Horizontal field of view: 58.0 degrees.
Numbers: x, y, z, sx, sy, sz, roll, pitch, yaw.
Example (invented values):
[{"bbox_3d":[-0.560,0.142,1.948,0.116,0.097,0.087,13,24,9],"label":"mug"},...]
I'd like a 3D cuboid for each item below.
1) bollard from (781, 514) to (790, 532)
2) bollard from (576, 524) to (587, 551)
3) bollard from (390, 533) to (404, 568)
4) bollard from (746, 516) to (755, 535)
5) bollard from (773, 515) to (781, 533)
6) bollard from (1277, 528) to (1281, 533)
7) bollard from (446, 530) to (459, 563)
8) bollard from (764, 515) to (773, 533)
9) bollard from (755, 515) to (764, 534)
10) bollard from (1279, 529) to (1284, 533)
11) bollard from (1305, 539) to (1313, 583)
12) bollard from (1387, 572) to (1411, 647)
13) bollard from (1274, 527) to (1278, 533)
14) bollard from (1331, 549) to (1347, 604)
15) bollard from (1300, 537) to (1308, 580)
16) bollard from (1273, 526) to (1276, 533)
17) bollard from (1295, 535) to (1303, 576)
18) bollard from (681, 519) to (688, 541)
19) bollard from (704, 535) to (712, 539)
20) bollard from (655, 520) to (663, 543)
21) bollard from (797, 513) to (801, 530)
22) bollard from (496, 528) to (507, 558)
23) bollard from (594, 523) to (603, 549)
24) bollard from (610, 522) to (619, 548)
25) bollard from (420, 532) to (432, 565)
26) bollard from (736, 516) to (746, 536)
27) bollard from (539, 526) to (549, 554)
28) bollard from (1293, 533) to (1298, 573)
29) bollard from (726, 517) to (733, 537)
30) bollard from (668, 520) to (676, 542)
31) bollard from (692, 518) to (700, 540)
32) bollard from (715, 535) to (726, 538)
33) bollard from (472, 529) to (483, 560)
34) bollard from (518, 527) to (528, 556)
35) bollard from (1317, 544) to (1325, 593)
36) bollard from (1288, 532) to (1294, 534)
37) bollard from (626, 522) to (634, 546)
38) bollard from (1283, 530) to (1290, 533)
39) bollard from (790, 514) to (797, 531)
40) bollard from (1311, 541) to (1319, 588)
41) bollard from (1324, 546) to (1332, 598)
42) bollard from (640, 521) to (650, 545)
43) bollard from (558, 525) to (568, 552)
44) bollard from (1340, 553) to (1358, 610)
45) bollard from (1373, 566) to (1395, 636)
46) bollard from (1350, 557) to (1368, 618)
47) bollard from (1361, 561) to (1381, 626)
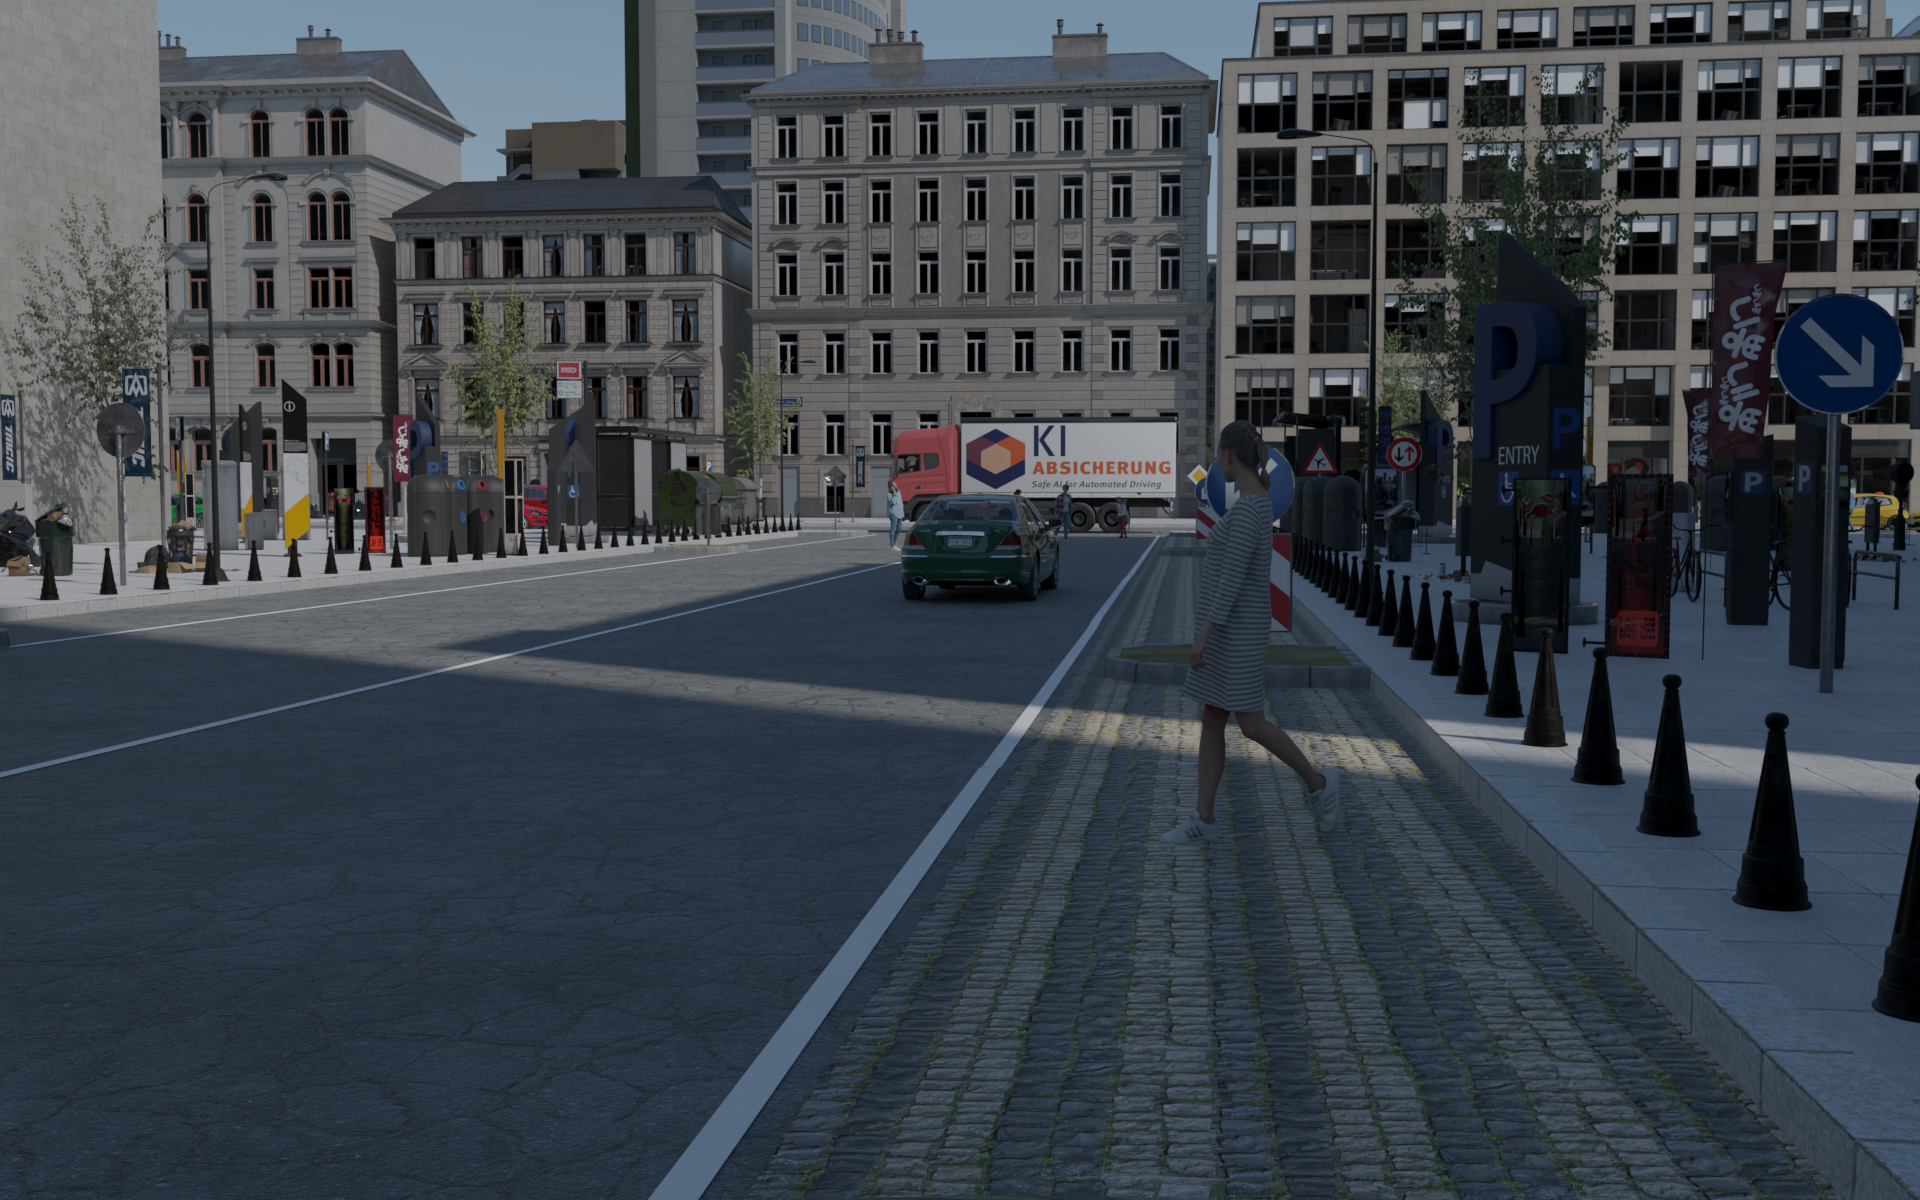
[{"bbox_3d":[-6.012,-2.615,58.795,0.229,0.601,0.229,0,3,0],"label":"bollard"},{"bbox_3d":[-8.590,-1.422,39.294,0.229,0.601,0.229,0,3,0],"label":"bollard"},{"bbox_3d":[-9.806,-0.862,30.134,0.229,0.601,0.229,0,3,0],"label":"bollard"},{"bbox_3d":[-6.626,-2.333,54.181,0.229,0.601,0.229,0,3,0],"label":"bollard"},{"bbox_3d":[-6.166,-2.543,57.627,0.229,0.601,0.229,0,3,0],"label":"bollard"},{"bbox_3d":[6.181,-1.030,32.875,0.229,0.601,0.229,0,3,0],"label":"bollard"},{"bbox_3d":[-9.503,-1.002,32.426,0.229,0.601,0.229,0,3,0],"label":"bollard"},{"bbox_3d":[-6.318,-2.473,56.473,0.229,0.601,0.229,0,3,0],"label":"bollard"},{"bbox_3d":[-6.470,-2.403,55.324,0.229,0.601,0.229,0,3,0],"label":"bollard"},{"bbox_3d":[6.024,-0.960,31.735,0.229,0.601,0.229,0,3,0],"label":"bollard"},{"bbox_3d":[5.123,-0.540,24.875,0.229,0.601,0.229,0,3,0],"label":"bollard"},{"bbox_3d":[3.751,0.090,14.567,0.229,0.601,0.229,0,3,0],"label":"bollard"},{"bbox_3d":[6.333,-1.099,34.018,0.229,0.601,0.229,0,3,0],"label":"bollard"},{"bbox_3d":[4.513,-0.261,20.306,0.229,0.601,0.229,0,3,0],"label":"bollard"},{"bbox_3d":[5.268,-0.610,26.023,0.229,0.601,0.229,0,3,0],"label":"bollard"},{"bbox_3d":[6.483,-1.169,35.159,0.229,0.601,0.229,0,3,0],"label":"bollard"},{"bbox_3d":[5.423,-0.680,27.163,0.229,0.601,0.229,0,3,0],"label":"bollard"},{"bbox_3d":[-7.533,-1.913,47.313,0.229,0.601,0.229,0,3,0],"label":"bollard"},{"bbox_3d":[-7.227,-2.052,49.595,0.229,0.601,0.229,0,3,0],"label":"bollard"},{"bbox_3d":[-7.836,-1.773,45.032,0.229,0.601,0.229,0,3,0],"label":"bollard"},{"bbox_3d":[-5.707,-2.755,61.090,0.229,0.601,0.229,0,3,0],"label":"bollard"},{"bbox_3d":[-9.199,-1.142,34.713,0.229,0.601,0.229,0,3,0],"label":"bollard"},{"bbox_3d":[-8.445,-1.492,40.442,0.229,0.601,0.229,0,3,0],"label":"bollard"},{"bbox_3d":[-8.295,-1.562,41.583,0.229,0.601,0.229,0,3,0],"label":"bollard"},{"bbox_3d":[-9.653,-0.932,31.285,0.229,0.601,0.229,0,3,0],"label":"bollard"},{"bbox_3d":[-6.770,-2.263,53.039,0.229,0.601,0.229,0,3,0],"label":"bollard"},{"bbox_3d":[-8.897,-1.282,37.002,0.229,0.601,0.229,0,3,0],"label":"bollard"},{"bbox_3d":[5.574,-0.750,28.304,0.229,0.601,0.229,0,3,0],"label":"bollard"},{"bbox_3d":[-6.924,-2.193,51.894,0.229,0.601,0.229,0,3,0],"label":"bollard"},{"bbox_3d":[-7.681,-1.843,46.172,0.229,0.601,0.229,0,3,0],"label":"bollard"},{"bbox_3d":[-7.379,-1.982,48.454,0.229,0.601,0.229,0,3,0],"label":"bollard"},{"bbox_3d":[-7.080,-2.122,50.738,0.229,0.601,0.229,0,3,0],"label":"bollard"},{"bbox_3d":[-9.353,-1.072,33.567,0.229,0.601,0.229,0,3,0],"label":"bollard"},{"bbox_3d":[-9.053,-1.212,35.854,0.229,0.601,0.229,0,3,0],"label":"bollard"},{"bbox_3d":[4.817,-0.401,22.594,0.229,0.601,0.229,0,3,0],"label":"bollard"},{"bbox_3d":[5.721,-0.820,29.445,0.229,0.601,0.229,0,3,0],"label":"bollard"},{"bbox_3d":[-8.142,-1.632,42.732,0.229,0.601,0.229,0,3,0],"label":"bollard"},{"bbox_3d":[5.875,-0.890,30.586,0.229,0.601,0.229,0,3,0],"label":"bollard"},{"bbox_3d":[-5.857,-2.685,59.948,0.229,0.601,0.229,0,3,0],"label":"bollard"},{"bbox_3d":[4.969,-0.471,23.735,0.229,0.601,0.229,0,3,0],"label":"bollard"},{"bbox_3d":[4.665,-0.331,21.453,0.229,0.601,0.229,0,3,0],"label":"bollard"},{"bbox_3d":[-7.986,-1.703,43.882,0.229,0.601,0.229,0,3,0],"label":"bollard"},{"bbox_3d":[-8.746,-1.352,38.142,0.229,0.601,0.229,0,3,0],"label":"bollard"},{"bbox_3d":[4.365,-0.191,19.165,0.229,0.601,0.229,0,3,0],"label":"bollard"},{"bbox_3d":[3.903,0.020,15.708,0.229,0.601,0.229,0,3,0],"label":"bollard"},{"bbox_3d":[4.212,-0.121,18.021,0.229,0.601,0.229,0,3,0],"label":"bollard"},{"bbox_3d":[4.061,-0.051,16.868,0.229,0.601,0.229,0,3,0],"label":"bollard"}]
